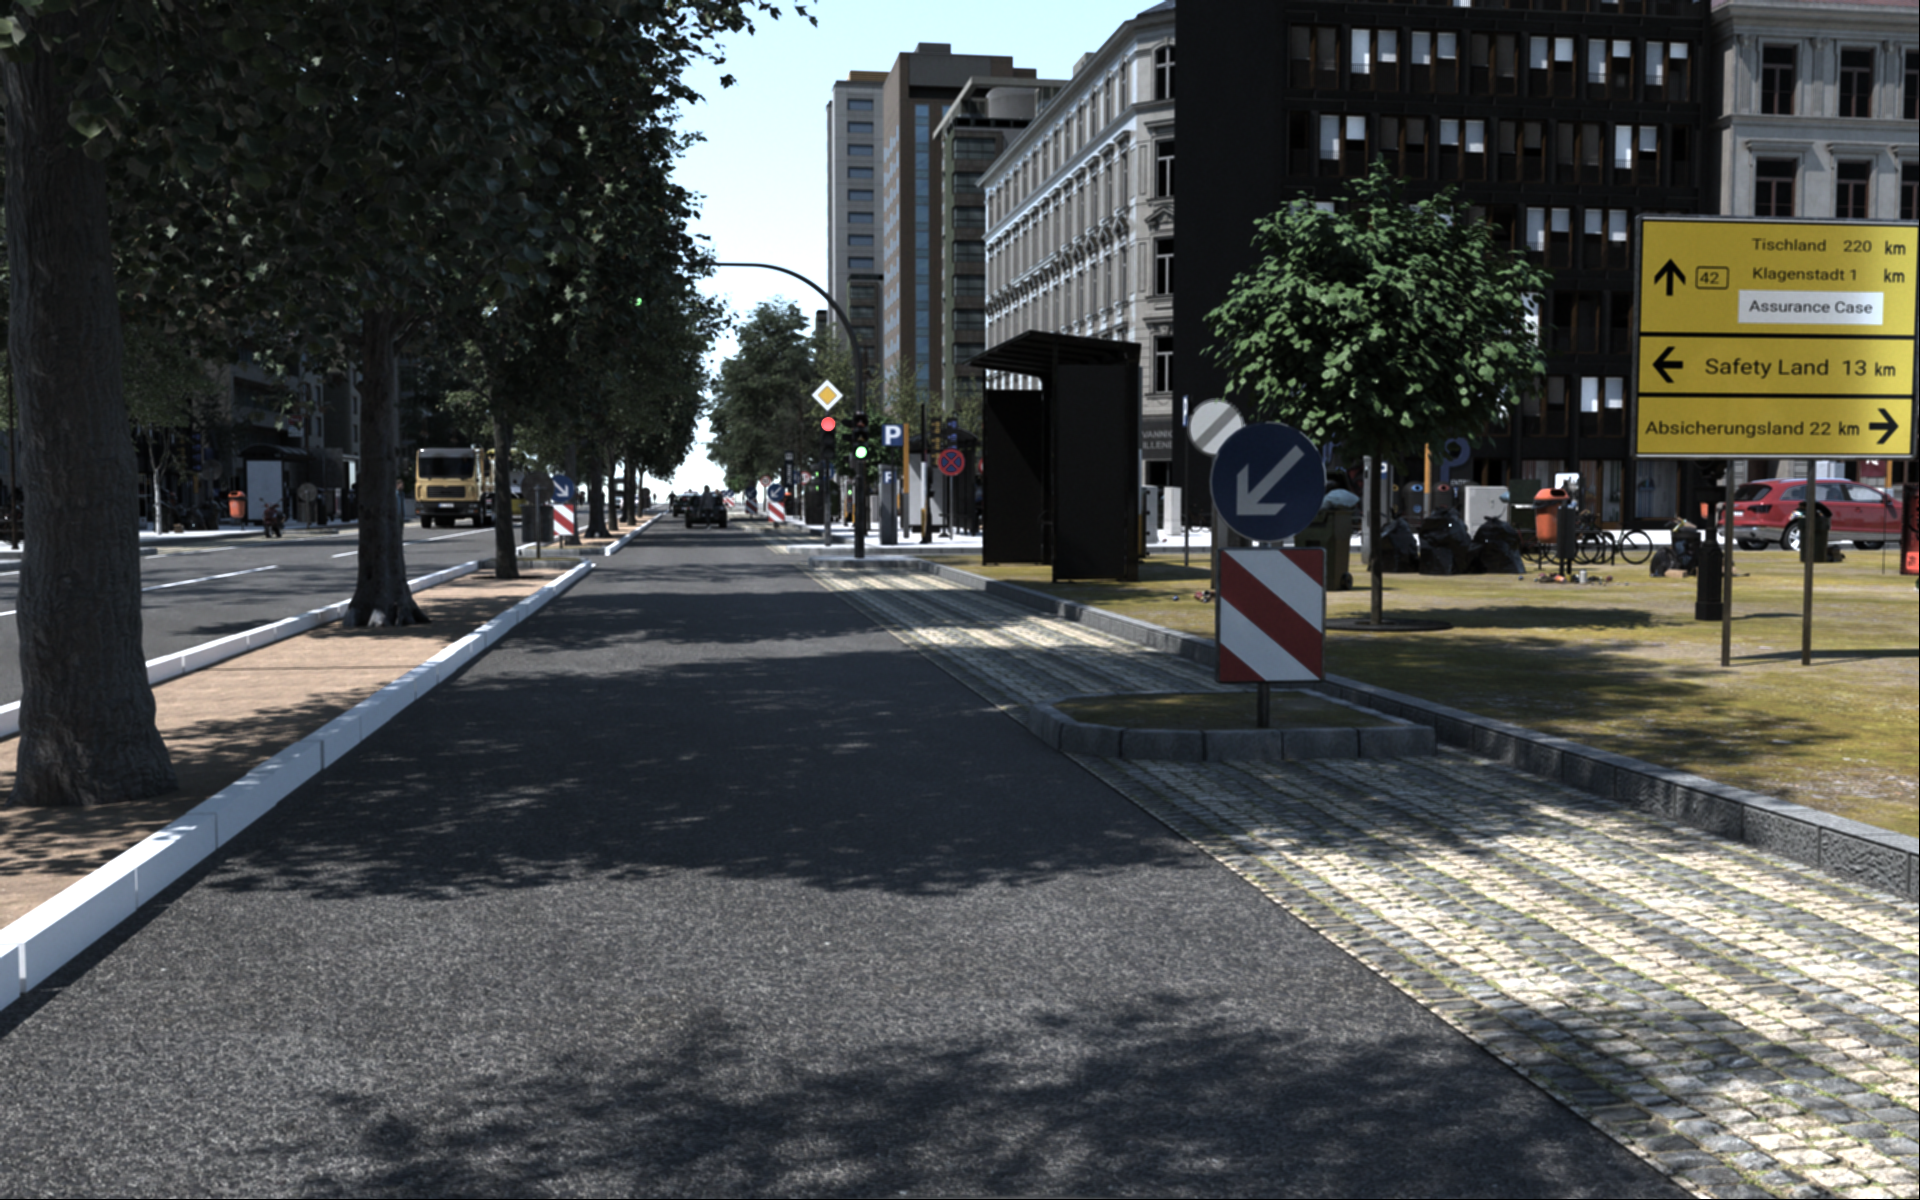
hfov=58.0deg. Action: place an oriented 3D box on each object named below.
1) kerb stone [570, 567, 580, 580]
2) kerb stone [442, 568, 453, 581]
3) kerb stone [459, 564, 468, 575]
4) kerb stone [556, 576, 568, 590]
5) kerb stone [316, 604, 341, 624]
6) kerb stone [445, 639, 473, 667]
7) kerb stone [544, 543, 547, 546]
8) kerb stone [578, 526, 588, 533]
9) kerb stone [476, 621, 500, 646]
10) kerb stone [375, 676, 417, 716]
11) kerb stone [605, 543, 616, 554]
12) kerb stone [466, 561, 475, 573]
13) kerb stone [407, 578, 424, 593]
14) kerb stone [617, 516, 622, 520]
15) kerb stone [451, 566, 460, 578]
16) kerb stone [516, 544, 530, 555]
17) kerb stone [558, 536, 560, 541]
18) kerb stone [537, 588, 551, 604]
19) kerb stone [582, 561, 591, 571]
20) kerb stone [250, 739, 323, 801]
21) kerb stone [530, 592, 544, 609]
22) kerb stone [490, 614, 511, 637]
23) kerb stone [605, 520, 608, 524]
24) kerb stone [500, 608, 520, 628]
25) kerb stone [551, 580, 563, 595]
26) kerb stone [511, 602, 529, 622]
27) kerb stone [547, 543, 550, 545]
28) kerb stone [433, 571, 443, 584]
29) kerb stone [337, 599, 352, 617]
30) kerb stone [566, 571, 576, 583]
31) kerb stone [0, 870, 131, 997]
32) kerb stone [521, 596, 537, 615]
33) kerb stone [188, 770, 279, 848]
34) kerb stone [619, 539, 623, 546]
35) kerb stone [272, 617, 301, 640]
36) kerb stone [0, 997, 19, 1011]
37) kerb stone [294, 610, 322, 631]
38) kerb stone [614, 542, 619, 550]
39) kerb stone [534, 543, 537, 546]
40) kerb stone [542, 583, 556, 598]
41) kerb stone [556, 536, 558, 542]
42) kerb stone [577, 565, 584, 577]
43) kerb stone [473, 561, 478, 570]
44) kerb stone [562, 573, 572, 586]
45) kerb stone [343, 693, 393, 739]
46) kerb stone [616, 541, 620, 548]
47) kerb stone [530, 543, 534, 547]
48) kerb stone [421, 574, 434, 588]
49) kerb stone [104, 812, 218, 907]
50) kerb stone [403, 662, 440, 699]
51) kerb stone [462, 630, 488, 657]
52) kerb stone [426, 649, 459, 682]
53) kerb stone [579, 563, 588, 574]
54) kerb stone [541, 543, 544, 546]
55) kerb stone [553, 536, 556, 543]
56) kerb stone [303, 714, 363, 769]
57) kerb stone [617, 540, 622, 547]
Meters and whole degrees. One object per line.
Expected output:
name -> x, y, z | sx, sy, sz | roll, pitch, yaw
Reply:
kerb stone -> -6.444, -0.402, 28.766 | 0.120, 0.150, 1.000 | -1, 4, -9
kerb stone -> -8.508, -0.381, 28.446 | 0.120, 0.150, 1.000 | -1, 4, -9
kerb stone -> -8.831, -0.506, 30.471 | 0.120, 0.150, 1.000 | -1, 4, -9
kerb stone -> -5.968, -0.217, 25.736 | 0.120, 0.150, 1.000 | -1, 4, -9
kerb stone -> -7.105, 0.175, 19.333 | 0.120, 0.150, 1.000 | -1, 4, -9
kerb stone -> -4.244, 0.466, 14.581 | 0.120, 0.150, 1.000 | -1, 4, -9
kerb stone -> -11.423, -1.528, 47.180 | 0.120, 0.150, 1.000 | -1, 4, -9
kerb stone -> -14.257, -2.644, 65.430 | 0.120, 0.150, 1.000 | -1, 4, -9
kerb stone -> -4.552, 0.341, 16.621 | 0.120, 0.150, 1.000 | -1, 4, -9
kerb stone -> -3.772, 0.654, 11.533 | 0.120, 0.150, 1.000 | -1, 4, -9
kerb stone -> -8.581, -1.243, 42.525 | 0.120, 0.150, 1.000 | -1, 4, -9
kerb stone -> -8.987, -0.568, 31.486 | 0.120, 0.150, 1.000 | -1, 4, -9
kerb stone -> -8.044, -0.191, 25.409 | 0.120, 0.150, 1.000 | -1, 4, -9
kerb stone -> -19.758, -4.812, 100.889 | 0.120, 0.150, 1.000 | -1, 4, -9
kerb stone -> -8.670, -0.441, 29.459 | 0.120, 0.150, 1.000 | -1, 4, -9
kerb stone -> -10.635, -1.217, 42.122 | 0.120, 0.150, 1.000 | -1, 4, -9
kerb stone -> -12.210, -1.833, 52.246 | 0.120, 0.150, 1.000 | -1, 4, -9
kerb stone -> -5.500, -0.024, 22.699 | 0.120, 0.150, 1.000 | -1, 4, -9
kerb stone -> -6.917, -0.584, 31.807 | 0.120, 0.150, 1.000 | -1, 4, -9
kerb stone -> -3.303, 0.838, 8.490 | 0.120, 0.150, 1.000 | -1, 4, -9
kerb stone -> -5.339, 0.031, 21.687 | 0.120, 0.150, 1.000 | -1, 4, -9
kerb stone -> -4.713, 0.279, 17.635 | 0.120, 0.150, 1.000 | -1, 4, -9
kerb stone -> -17.560, -3.945, 86.699 | 0.120, 0.150, 1.000 | -1, 4, -9
kerb stone -> -4.881, 0.217, 18.647 | 0.120, 0.150, 1.000 | -1, 4, -9
kerb stone -> -5.806, -0.155, 24.725 | 0.120, 0.150, 1.000 | -1, 4, -9
kerb stone -> -5.028, 0.159, 19.662 | 0.120, 0.150, 1.000 | -1, 4, -9
kerb stone -> -11.583, -1.588, 48.189 | 0.120, 0.150, 1.000 | -1, 4, -9
kerb stone -> -8.360, -0.320, 27.434 | 0.120, 0.150, 1.000 | -1, 4, -9
kerb stone -> -7.252, 0.115, 20.345 | 0.120, 0.150, 1.000 | -1, 4, -9
kerb stone -> -6.287, -0.332, 27.756 | 0.120, 0.150, 1.000 | -1, 4, -9
kerb stone -> -2.818, 1.027, 5.455 | 0.120, 0.150, 1.000 | -1, 4, -9
kerb stone -> -5.181, 0.093, 20.675 | 0.120, 0.150, 1.000 | -1, 4, -9
kerb stone -> -3.136, 0.903, 7.481 | 0.120, 0.150, 1.000 | -1, 4, -9
kerb stone -> -9.207, -1.491, 46.567 | 0.120, 0.150, 1.000 | -1, 4, -9
kerb stone -> -6.787, 0.302, 17.314 | 0.120, 0.150, 1.000 | -1, 4, -9
kerb stone -> -2.663, 1.088, 4.432 | 0.120, 0.150, 1.000 | -1, 4, -9
kerb stone -> -6.947, 0.237, 18.323 | 0.120, 0.150, 1.000 | -1, 4, -9
kerb stone -> -8.727, -1.305, 43.537 | 0.120, 0.150, 1.000 | -1, 4, -9
kerb stone -> -10.947, -1.340, 44.147 | 0.120, 0.150, 1.000 | -1, 4, -9
kerb stone -> -5.662, -0.093, 23.713 | 0.120, 0.150, 1.000 | -1, 4, -9
kerb stone -> -12.053, -1.776, 51.233 | 0.120, 0.150, 1.000 | -1, 4, -9
kerb stone -> -6.596, -0.464, 29.784 | 0.120, 0.150, 1.000 | -1, 4, -9
kerb stone -> -9.150, -0.630, 32.503 | 0.120, 0.150, 1.000 | -1, 4, -9
kerb stone -> -6.126, -0.278, 26.746 | 0.120, 0.150, 1.000 | -1, 4, -9
kerb stone -> -3.608, 0.716, 10.524 | 0.120, 0.150, 1.000 | -1, 4, -9
kerb stone -> -8.889, -1.367, 44.546 | 0.120, 0.150, 1.000 | -1, 4, -9
kerb stone -> -10.790, -1.281, 43.132 | 0.120, 0.150, 1.000 | -1, 4, -9
kerb stone -> -8.196, -0.258, 26.419 | 0.120, 0.150, 1.000 | -1, 4, -9
kerb stone -> -2.980, 0.968, 6.470 | 0.120, 0.150, 1.000 | -1, 4, -9
kerb stone -> -3.925, 0.590, 12.551 | 0.120, 0.150, 1.000 | -1, 4, -9
kerb stone -> -4.400, 0.406, 15.601 | 0.120, 0.150, 1.000 | -1, 4, -9
kerb stone -> -4.076, 0.528, 13.567 | 0.120, 0.150, 1.000 | -1, 4, -9
kerb stone -> -6.749, -0.526, 30.799 | 0.120, 0.150, 1.000 | -1, 4, -9
kerb stone -> -11.267, -1.466, 46.168 | 0.120, 0.150, 1.000 | -1, 4, -9
kerb stone -> -11.890, -1.709, 50.213 | 0.120, 0.150, 1.000 | -1, 4, -9
kerb stone -> -3.449, 0.776, 9.507 | 0.120, 0.150, 1.000 | -1, 4, -9
kerb stone -> -9.041, -1.428, 45.557 | 0.120, 0.150, 1.000 | -1, 4, -9
